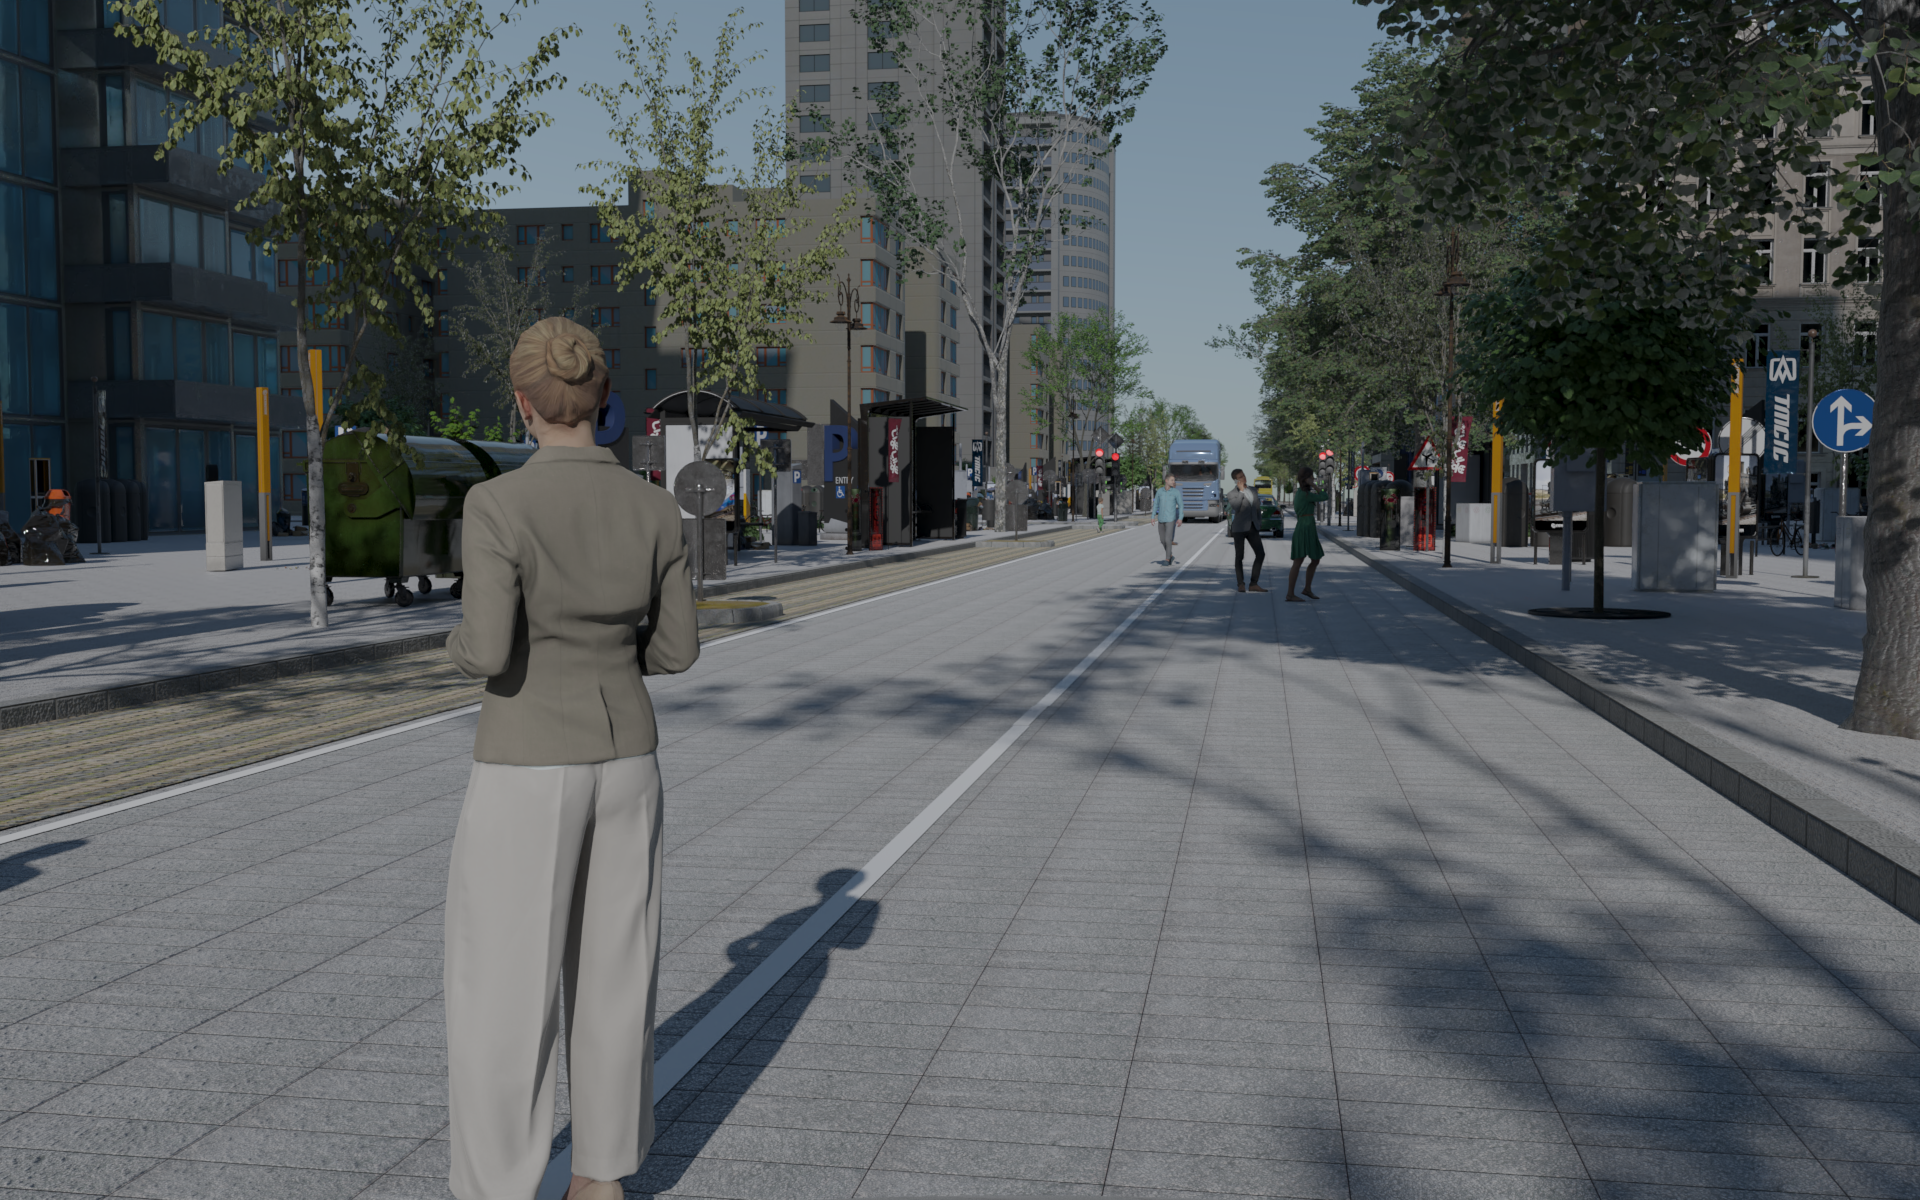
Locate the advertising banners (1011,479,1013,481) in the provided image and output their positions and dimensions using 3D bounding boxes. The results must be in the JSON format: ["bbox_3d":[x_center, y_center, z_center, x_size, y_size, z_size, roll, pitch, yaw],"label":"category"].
[{"bbox_3d":[3.341,-7.246,114.652,0.090,3.025,2.074,0,4,-5],"label":"advertising banners"}]

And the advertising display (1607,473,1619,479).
[{"bbox_3d":[20.120,-3.000,54.266,0.123,1.923,0.974,-3,5,-45],"label":"advertising display"}]

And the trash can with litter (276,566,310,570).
[{"bbox_3d":[-10.495,-1.122,29.398,1.678,1.210,2.233,-3,5,-40],"label":"trash can with litter"}]

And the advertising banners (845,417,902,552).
[{"bbox_3d":[-1.930,-2.630,39.188,0.090,3.025,2.074,2,4,35],"label":"advertising banners"}]

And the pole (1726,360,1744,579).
[{"bbox_3d":[11.753,-1.983,26.270,0.158,3.312,0.155,0,3,0],"label":"pole"}]

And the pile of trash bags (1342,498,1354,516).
[{"bbox_3d":[23.920,-5.579,100.961,3.447,1.369,1.912,-3,5,-44],"label":"pile of trash bags"}]

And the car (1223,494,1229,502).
[{"bbox_3d":[29.966,-11.309,194.683,2.009,1.686,4.222,1,4,11],"label":"car"}]

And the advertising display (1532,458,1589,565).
[{"bbox_3d":[10.885,-1.601,31.396,0.974,1.923,0.123,0,4,8],"label":"advertising display"}]

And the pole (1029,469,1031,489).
[{"bbox_3d":[5.600,-8.848,138.515,0.158,3.312,0.155,0,3,0],"label":"pole"}]

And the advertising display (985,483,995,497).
[{"bbox_3d":[1.982,-6.078,104.595,0.974,1.923,0.123,0,4,-6],"label":"advertising display"}]

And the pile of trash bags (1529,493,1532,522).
[{"bbox_3d":[21.933,-3.272,63.247,1.912,1.369,3.447,-2,4,-34],"label":"pile of trash bags"}]

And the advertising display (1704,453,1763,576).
[{"bbox_3d":[12.149,-1.347,27.231,0.974,1.923,0.123,-2,4,-23],"label":"advertising display"}]

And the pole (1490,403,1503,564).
[{"bbox_3d":[9.876,-2.324,31.838,0.158,3.312,0.155,0,3,0],"label":"pole"}]

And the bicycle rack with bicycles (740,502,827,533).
[{"bbox_3d":[-5.446,-2.658,56.847,2.925,0.926,2.852,0,4,3],"label":"bicycle rack with bicycles"}]

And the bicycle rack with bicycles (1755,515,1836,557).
[{"bbox_3d":[17.711,-1.349,35.431,2.852,0.926,2.925,3,5,43],"label":"bicycle rack with bicycles"}]

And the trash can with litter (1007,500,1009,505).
[{"bbox_3d":[2.144,-4.279,81.353,0.624,1.170,1.055,-2,4,-24],"label":"trash can with litter"}]

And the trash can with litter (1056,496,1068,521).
[{"bbox_3d":[4.735,-4.285,81.449,0.624,1.170,1.055,-1,4,-10],"label":"trash can with litter"}]

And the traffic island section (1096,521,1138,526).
[{"bbox_3d":[7.100,-3.487,79.294,2.009,0.180,2.903,1,4,10],"label":"traffic island section"}]

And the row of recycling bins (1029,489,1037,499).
[{"bbox_3d":[5.911,-7.866,135.716,3.534,1.692,1.069,-2,4,-27],"label":"row of recycling bins"}]

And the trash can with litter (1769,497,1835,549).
[{"bbox_3d":[20.165,-1.835,41.066,1.678,1.210,2.233,1,4,22],"label":"trash can with litter"}]

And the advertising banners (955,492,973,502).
[{"bbox_3d":[-0.123,-6.934,109.552,2.074,3.025,0.090,2,4,30],"label":"advertising banners"}]

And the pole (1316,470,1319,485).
[{"bbox_3d":[24.104,-7.512,116.670,0.158,3.312,0.155,0,3,0],"label":"pole"}]

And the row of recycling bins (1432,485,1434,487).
[{"bbox_3d":[17.586,-3.660,66.961,3.534,1.692,1.069,0,4,1],"label":"row of recycling bins"}]

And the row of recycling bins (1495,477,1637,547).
[{"bbox_3d":[14.753,-2.139,42.090,3.534,1.692,1.069,0,4,1],"label":"row of recycling bins"}]

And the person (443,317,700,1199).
[{"bbox_3d":[-0.767,0.352,3.299,0.519,1.759,0.362,-3,5,-41],"label":"person"}]

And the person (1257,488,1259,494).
[{"bbox_3d":[19.762,-6.553,115.598,0.622,1.834,0.822,-3,4,-39],"label":"person"}]

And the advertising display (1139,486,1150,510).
[{"bbox_3d":[14.481,-8.001,136.028,0.974,1.923,0.123,2,4,34],"label":"advertising display"}]

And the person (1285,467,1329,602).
[{"bbox_3d":[4.593,-0.881,23.147,0.529,1.795,0.600,-1,4,-11],"label":"person"}]

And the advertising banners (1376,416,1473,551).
[{"bbox_3d":[10.445,-2.618,38.986,2.074,3.025,0.090,1,4,15],"label":"advertising banners"}]

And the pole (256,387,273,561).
[{"bbox_3d":[-13.337,-2.408,33.206,0.158,3.312,0.155,0,3,0],"label":"pole"}]

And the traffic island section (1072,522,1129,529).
[{"bbox_3d":[5.742,-3.006,71.425,2.009,0.180,2.903,1,4,10],"label":"traffic island section"}]

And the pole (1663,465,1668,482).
[{"bbox_3d":[32.019,-5.189,78.684,0.158,3.312,0.155,0,3,0],"label":"pole"}]

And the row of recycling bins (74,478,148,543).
[{"bbox_3d":[-22.792,-2.418,46.653,1.069,1.692,3.534,0,4,-6],"label":"row of recycling bins"}]

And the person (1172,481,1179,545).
[{"bbox_3d":[5.900,-2.435,48.489,0.721,1.800,0.419,-2,4,-35],"label":"person"}]

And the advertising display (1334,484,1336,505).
[{"bbox_3d":[25.296,-6.834,116.953,0.123,1.923,0.974,1,4,9],"label":"advertising display"}]

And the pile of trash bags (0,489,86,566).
[{"bbox_3d":[-17.238,-1.371,32.168,1.912,1.369,3.447,-1,4,-11],"label":"pile of trash bags"}]

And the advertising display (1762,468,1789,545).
[{"bbox_3d":[20.556,-2.356,43.735,0.974,1.923,0.123,-2,4,-31],"label":"advertising display"}]

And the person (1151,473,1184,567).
[{"bbox_3d":[4.144,-1.578,34.165,0.638,1.841,0.748,3,5,39],"label":"person"}]

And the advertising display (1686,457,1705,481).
[{"bbox_3d":[12.907,-1.532,30.260,0.123,1.923,0.974,0,4,2],"label":"advertising display"}]

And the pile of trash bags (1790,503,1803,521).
[{"bbox_3d":[40.686,-4.523,83.710,3.447,1.369,1.912,0,4,2],"label":"pile of trash bags"}]

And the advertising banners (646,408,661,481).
[{"bbox_3d":[-6.791,-2.364,34.840,2.074,3.025,0.090,-2,4,-31],"label":"advertising banners"}]

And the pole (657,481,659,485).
[{"bbox_3d":[-16.889,-6.282,96.558,0.158,3.312,0.155,0,3,0],"label":"pole"}]

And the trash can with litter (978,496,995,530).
[{"bbox_3d":[0.653,-3.113,61.947,2.233,1.210,1.678,0,4,1],"label":"trash can with litter"}]

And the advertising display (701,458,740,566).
[{"bbox_3d":[-4.346,-1.586,31.137,0.974,1.923,0.123,3,4,36],"label":"advertising display"}]

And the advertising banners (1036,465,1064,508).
[{"bbox_3d":[5.478,-6.694,105.640,2.074,3.025,0.090,3,5,40],"label":"advertising banners"}]

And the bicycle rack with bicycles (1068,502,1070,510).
[{"bbox_3d":[9.806,-7.532,136.535,2.852,0.926,2.925,0,4,-8],"label":"bicycle rack with bicycles"}]

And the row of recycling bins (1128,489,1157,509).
[{"bbox_3d":[15.306,-8.454,145.338,1.069,1.692,3.534,3,5,43],"label":"row of recycling bins"}]

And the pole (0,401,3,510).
[{"bbox_3d":[-20.995,-2.693,37.866,0.158,3.312,0.155,0,3,0],"label":"pole"}]

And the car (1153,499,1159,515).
[{"bbox_3d":[14.283,-6.705,119.214,1.945,1.707,3.694,1,4,10],"label":"car"}]

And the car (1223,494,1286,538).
[{"bbox_3d":[9.922,-2.842,58.260,2.131,1.459,4.920,1,4,8],"label":"car"}]

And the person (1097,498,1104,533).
[{"bbox_3d":[5.133,-3.103,63.476,0.306,1.304,0.590,2,4,31],"label":"person"}]

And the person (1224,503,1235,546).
[{"bbox_3d":[7.771,-2.411,48.263,0.623,1.781,0.721,-2,4,-27],"label":"person"}]

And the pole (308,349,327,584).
[{"bbox_3d":[-9.119,-1.880,24.577,0.158,3.312,0.155,0,3,0],"label":"pole"}]

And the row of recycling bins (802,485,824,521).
[{"bbox_3d":[-7.656,-4.635,82.890,3.534,1.692,1.069,3,5,44],"label":"row of recycling bins"}]

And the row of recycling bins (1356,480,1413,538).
[{"bbox_3d":[12.512,-2.691,51.106,1.069,1.692,3.534,0,4,-3],"label":"row of recycling bins"}]

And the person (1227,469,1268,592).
[{"bbox_3d":[4.202,-1.018,25.322,0.592,1.802,0.473,-1,4,-8],"label":"person"}]

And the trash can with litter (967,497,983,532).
[{"bbox_3d":[0.384,-2.952,59.654,0.624,1.170,1.055,1,4,15],"label":"trash can with litter"}]
